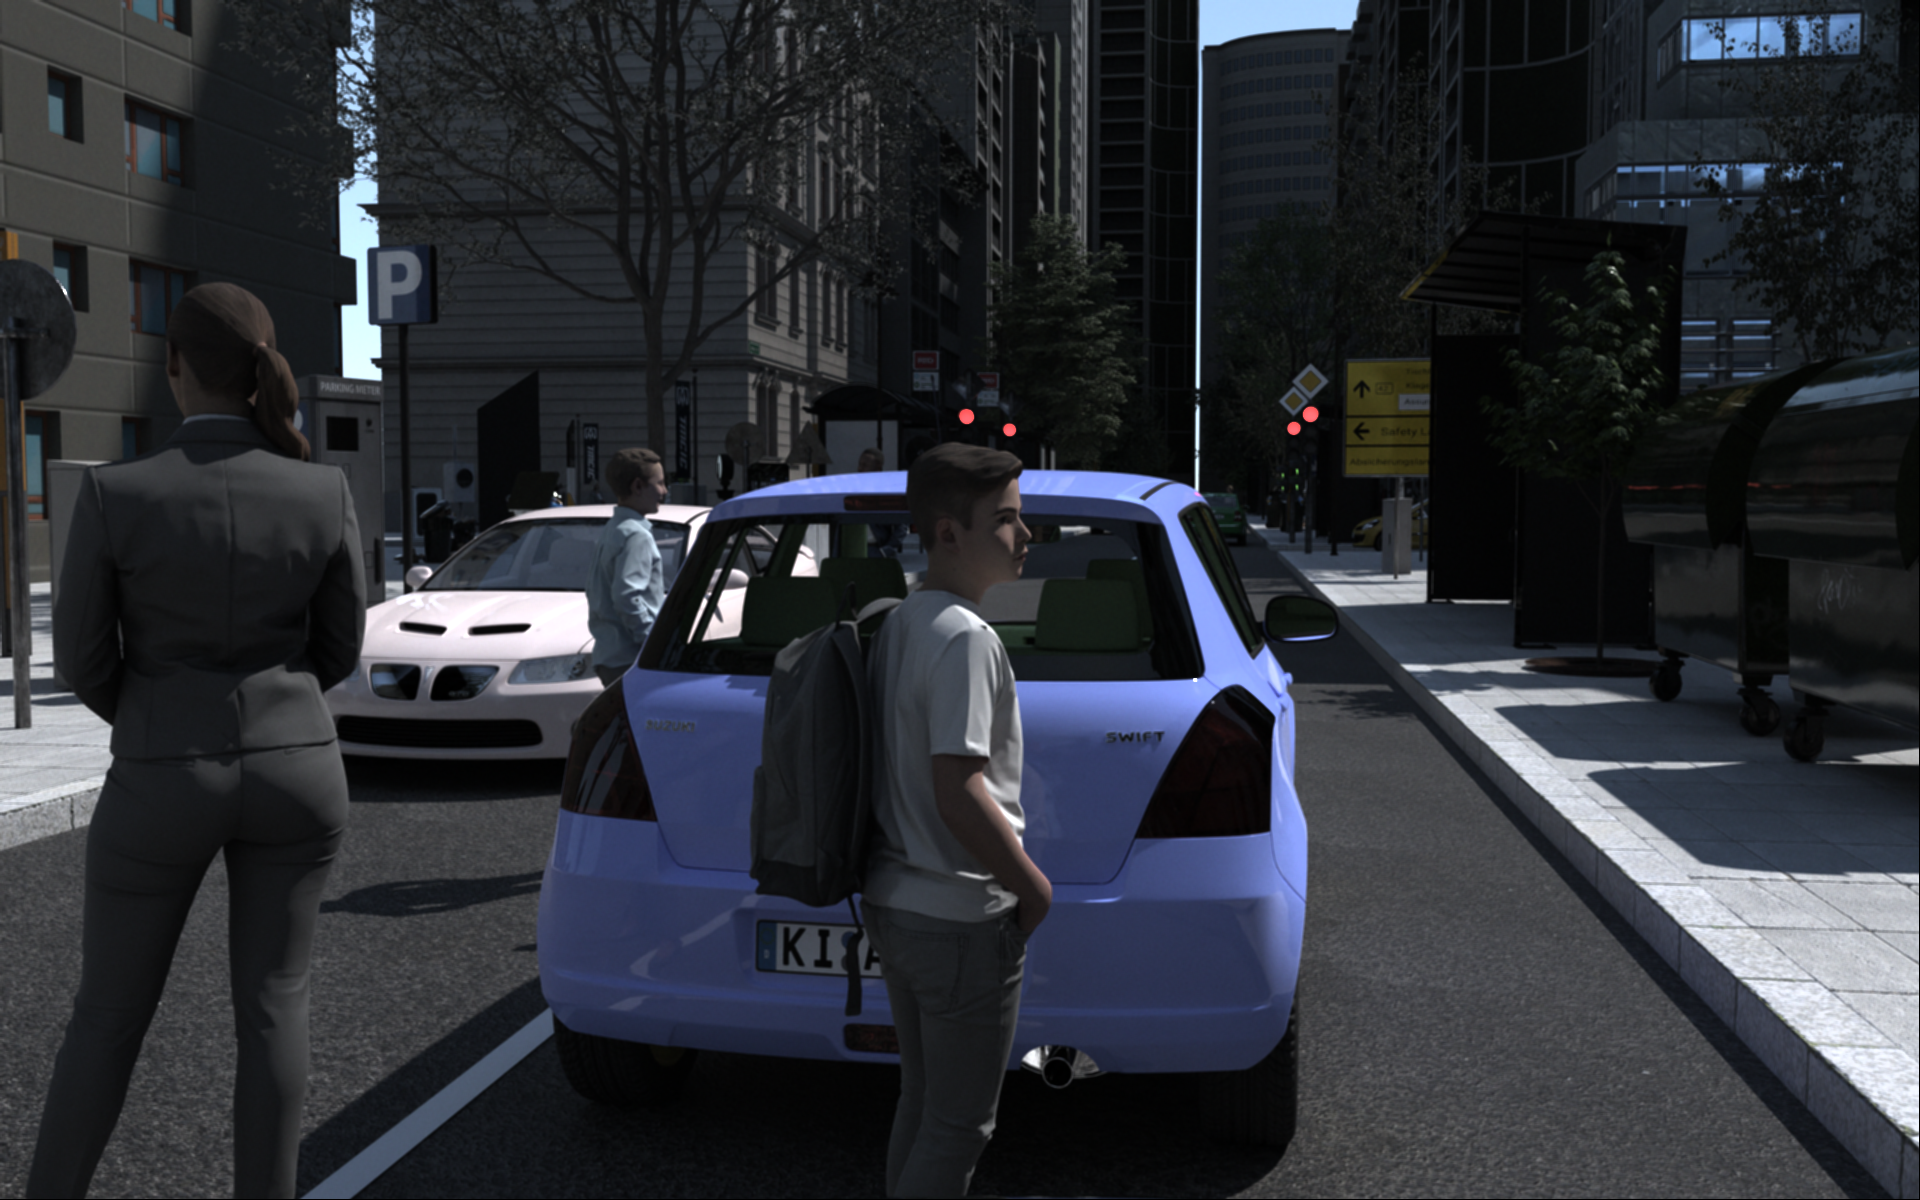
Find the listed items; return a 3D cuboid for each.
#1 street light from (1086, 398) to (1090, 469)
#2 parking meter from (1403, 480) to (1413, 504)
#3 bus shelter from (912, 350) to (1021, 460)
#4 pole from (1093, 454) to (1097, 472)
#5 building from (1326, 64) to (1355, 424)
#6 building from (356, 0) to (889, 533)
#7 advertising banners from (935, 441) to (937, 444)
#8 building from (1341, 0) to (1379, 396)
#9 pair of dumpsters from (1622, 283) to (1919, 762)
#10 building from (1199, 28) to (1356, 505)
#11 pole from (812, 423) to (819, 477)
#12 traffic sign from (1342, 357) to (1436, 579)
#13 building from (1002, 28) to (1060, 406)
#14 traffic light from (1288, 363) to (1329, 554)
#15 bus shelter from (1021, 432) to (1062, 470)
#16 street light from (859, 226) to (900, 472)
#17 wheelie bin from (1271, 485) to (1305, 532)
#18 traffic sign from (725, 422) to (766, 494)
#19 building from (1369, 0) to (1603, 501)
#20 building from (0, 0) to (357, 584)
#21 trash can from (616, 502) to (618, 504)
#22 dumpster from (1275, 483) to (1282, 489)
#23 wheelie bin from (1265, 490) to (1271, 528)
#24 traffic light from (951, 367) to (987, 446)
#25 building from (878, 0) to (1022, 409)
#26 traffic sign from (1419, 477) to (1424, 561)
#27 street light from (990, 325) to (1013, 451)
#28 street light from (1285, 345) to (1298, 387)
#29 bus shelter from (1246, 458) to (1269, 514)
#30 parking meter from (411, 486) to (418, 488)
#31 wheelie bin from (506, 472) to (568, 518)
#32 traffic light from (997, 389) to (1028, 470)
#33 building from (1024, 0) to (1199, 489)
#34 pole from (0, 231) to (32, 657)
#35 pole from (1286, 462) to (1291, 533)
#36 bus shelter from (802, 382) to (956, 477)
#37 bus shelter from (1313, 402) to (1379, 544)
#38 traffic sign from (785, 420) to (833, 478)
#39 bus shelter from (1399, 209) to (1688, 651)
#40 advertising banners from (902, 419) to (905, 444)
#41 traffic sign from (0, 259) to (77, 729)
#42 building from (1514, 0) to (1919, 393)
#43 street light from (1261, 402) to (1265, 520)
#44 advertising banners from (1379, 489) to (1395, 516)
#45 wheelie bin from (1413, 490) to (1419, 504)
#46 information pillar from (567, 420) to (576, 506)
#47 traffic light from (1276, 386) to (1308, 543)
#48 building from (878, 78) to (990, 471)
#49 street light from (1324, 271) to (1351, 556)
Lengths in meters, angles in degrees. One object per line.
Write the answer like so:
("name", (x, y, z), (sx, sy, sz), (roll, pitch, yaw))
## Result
("street light", (5.935, -6.589, 80.521), (0.468, 5.910, 1.993), (1, 4, 8))
("parking meter", (18.075, -3.932, 70.004), (0.399, 1.863, 0.255), (0, 4, -8))
("bus shelter", (0.139, -4.483, 50.930), (2.179, 5.291, 8.768), (1, 4, 8))
("pole", (6.096, -5.169, 78.355), (0.158, 3.312, 0.155), (0, 3, 0))
("building", (44.951, -32.213, 176.798), (14.600, 45.320, 14.200), (1, 4, 8))
("building", (-11.250, -17.099, 66.955), (14.401, 28.519, 23.554), (1, 4, 8))
("advertising banners", (-1.495, -3.685, 56.436), (2.074, 3.025, 0.090), (-3, 5, -44))
("building", (45.928, -32.675, 153.845), (23.786, 49.044, 30.456), (1, 4, 8))
("pair of dumpsters", (4.610, -0.374, 8.607), (1.574, 2.255, 4.437), (1, 4, 8))
("building", (44.489, -41.366, 218.332), (28.212, 58.520, 21.231), (1, 4, 8))
("pole", (-4.172, -3.442, 50.120), (0.158, 3.312, 0.155), (0, 3, 0))
("traffic sign", (6.881, -1.960, 25.912), (2.265, 3.308, 0.079), (1, 4, 12))
("building", (0.999, -28.508, 149.694), (14.154, 41.232, 14.086), (1, 4, 8))
("traffic light", (7.491, -2.955, 37.230), (0.839, 4.253, 0.868), (1, 4, 8))
("bus shelter", (2.017, -5.012, 59.574), (2.179, 5.291, 8.768), (1, 4, 9))
("street light", (-1.397, -3.504, 30.082), (0.468, 5.910, 1.993), (1, 4, 8))
("wheelie bin", (11.190, -3.085, 58.348), (0.980, 1.594, 0.693), (3, 4, 38))
("traffic sign", (-3.796, -1.866, 30.615), (0.768, 2.556, 0.104), (1, 4, 12))
("building", (40.058, -42.203, 128.272), (20.563, 71.187, 20.611), (1, 4, 8))
("building", (-28.209, -10.841, 22.288), (28.899, 21.520, 27.650), (1, 4, 8))
("trash can", (-5.577, -1.123, 30.020), (0.748, 1.137, 0.748), (0, 3, 0))
("dumpster", (21.220, -6.820, 114.008), (1.502, 2.255, 1.985), (1, 4, 8))
("wheelie bin", (11.895, -3.495, 65.055), (0.693, 1.594, 0.980), (2, 4, 34))
("traffic light", (0.206, -3.019, 38.287), (0.839, 4.253, 0.868), (1, 4, 8))
("building", (2.243, -45.327, 179.352), (20.611, 71.187, 20.563), (1, 4, 8))
("traffic sign", (8.773, -1.882, 32.894), (0.606, 2.300, 0.079), (1, 4, 13))
("street light", (1.136, -4.565, 47.422), (0.468, 5.910, 1.993), (1, 4, 8))
("street light", (10.326, -4.951, 53.735), (0.468, 5.910, 1.993), (1, 4, 8))
("bus shelter", (19.420, -7.487, 113.703), (1.731, 3.624, 6.357), (1, 4, 9))
("parking meter", (-16.506, -2.693, 52.439), (0.372, 1.533, 0.369), (0, 3, 0))
("wheelie bin", (-5.948, -1.008, 24.396), (0.980, 1.594, 0.693), (1, 4, 17))
("traffic light", (1.374, -3.503, 46.187), (0.839, 4.253, 0.868), (1, 4, 8))
("building", (19.830, -47.872, 220.957), (20.611, 71.187, 20.563), (1, 4, 8))
("pole", (-7.451, -1.207, 13.581), (0.158, 3.312, 0.155), (0, 3, 0))
("pole", (10.760, -3.837, 56.572), (0.158, 3.312, 0.155), (0, 3, 0))
("bus shelter", (-1.474, -2.461, 34.154), (2.014, 3.302, 5.546), (1, 4, 8))
("bus shelter", (10.404, -3.426, 47.294), (1.731, 3.624, 6.357), (1, 4, 9))
("traffic sign", (-2.680, -1.872, 30.605), (0.884, 2.594, 0.081), (1, 4, 12))
("bus shelter", (5.571, -1.591, 17.298), (1.731, 3.624, 6.357), (1, 4, 8))
("advertising banners", (-2.055, -2.580, 38.371), (2.074, 3.025, 0.090), (2, 4, 34))
("traffic sign", (-5.136, -0.569, 9.417), (0.768, 2.556, 0.104), (1, 4, 14))
("building", (35.937, -45.644, 58.946), (31.000, 86.520, 22.319), (1, 4, 8))
("street light", (15.160, -6.949, 86.400), (0.468, 5.910, 1.993), (1, 4, 8))
("advertising banners", (12.560, -3.374, 51.354), (0.090, 3.025, 2.074), (3, 5, 44))
("wheelie bin", (22.432, -4.782, 86.095), (0.693, 1.594, 0.980), (1, 4, 10))
("information pillar", (-12.174, -3.847, 54.255), (0.183, 3.616, 0.504), (1, 4, 9))
("traffic light", (8.659, -3.438, 45.130), (0.839, 4.253, 0.868), (1, 4, 8))
("building", (-7.297, -16.814, 93.977), (14.314, 24.678, 30.058), (1, 4, 8))
("street light", (7.821, -3.868, 36.030), (0.468, 5.910, 1.993), (1, 4, 8))
